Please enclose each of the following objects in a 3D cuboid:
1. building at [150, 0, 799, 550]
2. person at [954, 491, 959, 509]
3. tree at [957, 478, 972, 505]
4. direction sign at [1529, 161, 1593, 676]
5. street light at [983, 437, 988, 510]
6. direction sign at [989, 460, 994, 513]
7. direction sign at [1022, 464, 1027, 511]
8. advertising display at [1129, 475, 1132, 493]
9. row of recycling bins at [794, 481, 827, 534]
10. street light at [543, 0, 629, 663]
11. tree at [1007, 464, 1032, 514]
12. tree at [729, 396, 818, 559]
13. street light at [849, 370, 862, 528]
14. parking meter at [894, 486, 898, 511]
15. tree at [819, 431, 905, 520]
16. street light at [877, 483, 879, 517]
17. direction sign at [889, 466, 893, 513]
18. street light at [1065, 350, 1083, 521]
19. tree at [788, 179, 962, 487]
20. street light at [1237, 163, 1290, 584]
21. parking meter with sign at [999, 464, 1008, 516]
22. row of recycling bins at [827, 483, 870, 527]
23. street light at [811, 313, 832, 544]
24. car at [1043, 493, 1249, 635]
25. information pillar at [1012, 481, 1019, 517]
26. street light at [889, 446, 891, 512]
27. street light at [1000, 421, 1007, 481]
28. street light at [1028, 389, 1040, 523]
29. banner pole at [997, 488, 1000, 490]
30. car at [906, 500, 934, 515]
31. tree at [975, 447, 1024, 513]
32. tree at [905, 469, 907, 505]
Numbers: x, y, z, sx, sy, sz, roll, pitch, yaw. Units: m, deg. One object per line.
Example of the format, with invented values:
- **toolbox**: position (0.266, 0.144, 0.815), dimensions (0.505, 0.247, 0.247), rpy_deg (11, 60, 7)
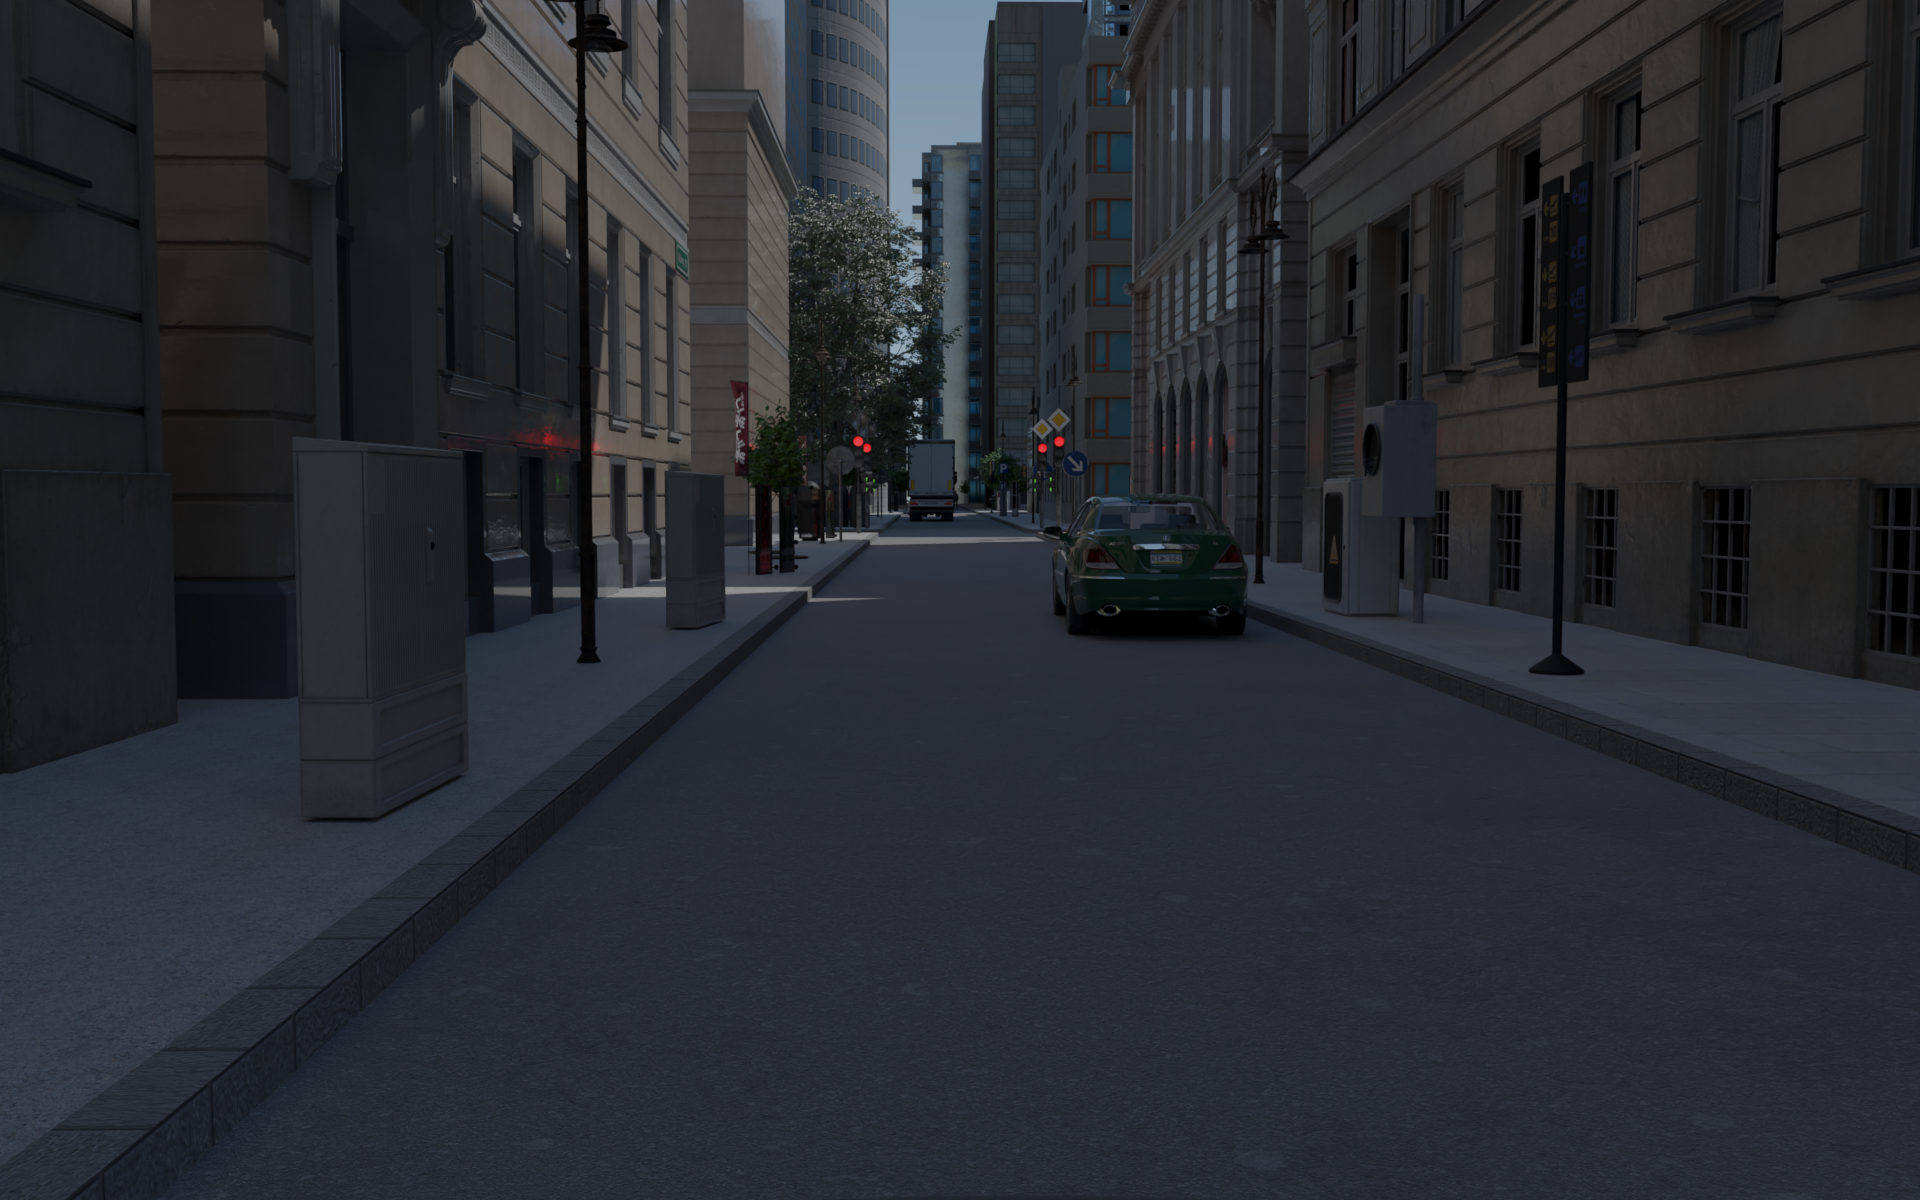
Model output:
- **building**: position (-14.908, -16.015, 47.745), dimensions (20.117, 28.700, 13.634), rpy_deg (0, 4, -1)
- **person**: position (-0.347, -9.512, 164.547), dimensions (0.617, 1.759, 0.750), rpy_deg (-1, 4, -16)
- **tree**: position (0.602, -12.990, 206.982), dimensions (1.663, 3.219, 1.824), rpy_deg (0, 3, 0)
- **direction sign**: position (4.279, -1.243, 12.316), dimensions (0.379, 3.537, 0.876), rpy_deg (0, 4, -2)
- **street light**: position (2.030, -10.165, 138.978), dimensions (0.468, 5.910, 1.993), rpy_deg (0, 4, -1)
- **direction sign**: position (2.133, -7.624, 116.642), dimensions (0.379, 3.537, 0.876), rpy_deg (1, 4, 22)
- **direction sign**: position (5.087, -8.490, 130.806), dimensions (0.876, 3.537, 0.379), rpy_deg (0, 4, 4)
- **advertising display**: position (6.074, -3.182, 57.236), dimensions (0.974, 1.923, 0.123), rpy_deg (1, 4, 14)
- **row of recycling bins**: position (-6.260, -3.023, 56.541), dimensions (3.534, 1.692, 1.069), rpy_deg (0, 4, 6)
- **street light**: position (-2.830, -2.461, 13.024), dimensions (0.468, 5.910, 1.993), rpy_deg (0, 4, -1)
- **tree**: position (3.745, -7.185, 112.073), dimensions (1.663, 3.219, 1.824), rpy_deg (0, 3, 0)
- **tree**: position (-3.518, -2.440, 34.499), dimensions (1.663, 3.219, 1.824), rpy_deg (0, 3, 0)
- **street light**: position (-3.865, -5.608, 64.471), dimensions (0.468, 5.910, 1.993), rpy_deg (0, 4, -1)
- **parking meter**: position (-4.779, -7.561, 129.328), dimensions (0.255, 1.863, 0.399), rpy_deg (1, 4, 16)
- **tree**: position (-5.325, -6.170, 84.596), dimensions (4.285, 4.588, 4.351), rpy_deg (0, 3, 0)
- **street light**: position (-4.542, -7.521, 95.752), dimensions (0.468, 5.910, 1.993), rpy_deg (0, 4, -1)
- **direction sign**: position (-4.640, -7.611, 116.444), dimensions (0.379, 3.537, 0.876), rpy_deg (0, 4, -3)
- **street light**: position (3.676, -5.083, 55.892), dimensions (0.468, 5.910, 1.993), rpy_deg (0, 4, -1)
- **tree**: position (-5.029, -10.052, 70.999), dimensions (9.857, 13.997, 8.962), rpy_deg (0, 3, 0)
- **street light**: position (4.288, -3.173, 24.660), dimensions (0.468, 5.910, 1.993), rpy_deg (0, 4, -1)
- **parking meter with sign**: position (2.513, -6.332, 99.787), dimensions (0.543, 3.016, 1.738), rpy_deg (0, 4, 2)
- **row of recycling bins**: position (-5.054, -3.688, 67.411), dimensions (3.534, 1.692, 1.069), rpy_deg (2, 4, 30)
- **street light**: position (-3.540, -4.383, 44.445), dimensions (0.468, 5.910, 1.993), rpy_deg (0, 4, -1)
- **car**: position (2.006, -0.445, 19.080), dimensions (2.131, 1.459, 4.920), rpy_deg (0, 4, 0)
- **information pillar**: position (3.123, -5.706, 97.777), dimensions (0.304, 2.012, 0.304), rpy_deg (2, 4, 28)
- **street light**: position (-5.102, -9.418, 126.772), dimensions (0.468, 5.910, 1.993), rpy_deg (0, 4, -1)
- **street light**: position (2.654, -8.214, 107.078), dimensions (0.468, 5.910, 1.993), rpy_deg (0, 4, -1)
- **street light**: position (3.219, -6.316, 76.059), dimensions (0.468, 5.910, 1.993), rpy_deg (0, 4, -1)
- **banner pole**: position (3.204, -8.859, 134.865), dimensions (0.863, 3.779, 0.401), rpy_deg (2, 4, 30)
- **car**: position (-2.663, -6.462, 117.657), dimensions (2.014, 1.417, 4.499), rpy_deg (0, 4, -3)
- **tree**: position (2.750, -8.319, 119.724), dimensions (4.285, 4.588, 4.351), rpy_deg (0, 3, 0)
- **tree**: position (-5.524, -7.252, 102.282), dimensions (4.285, 4.588, 4.351), rpy_deg (0, 3, 0)
